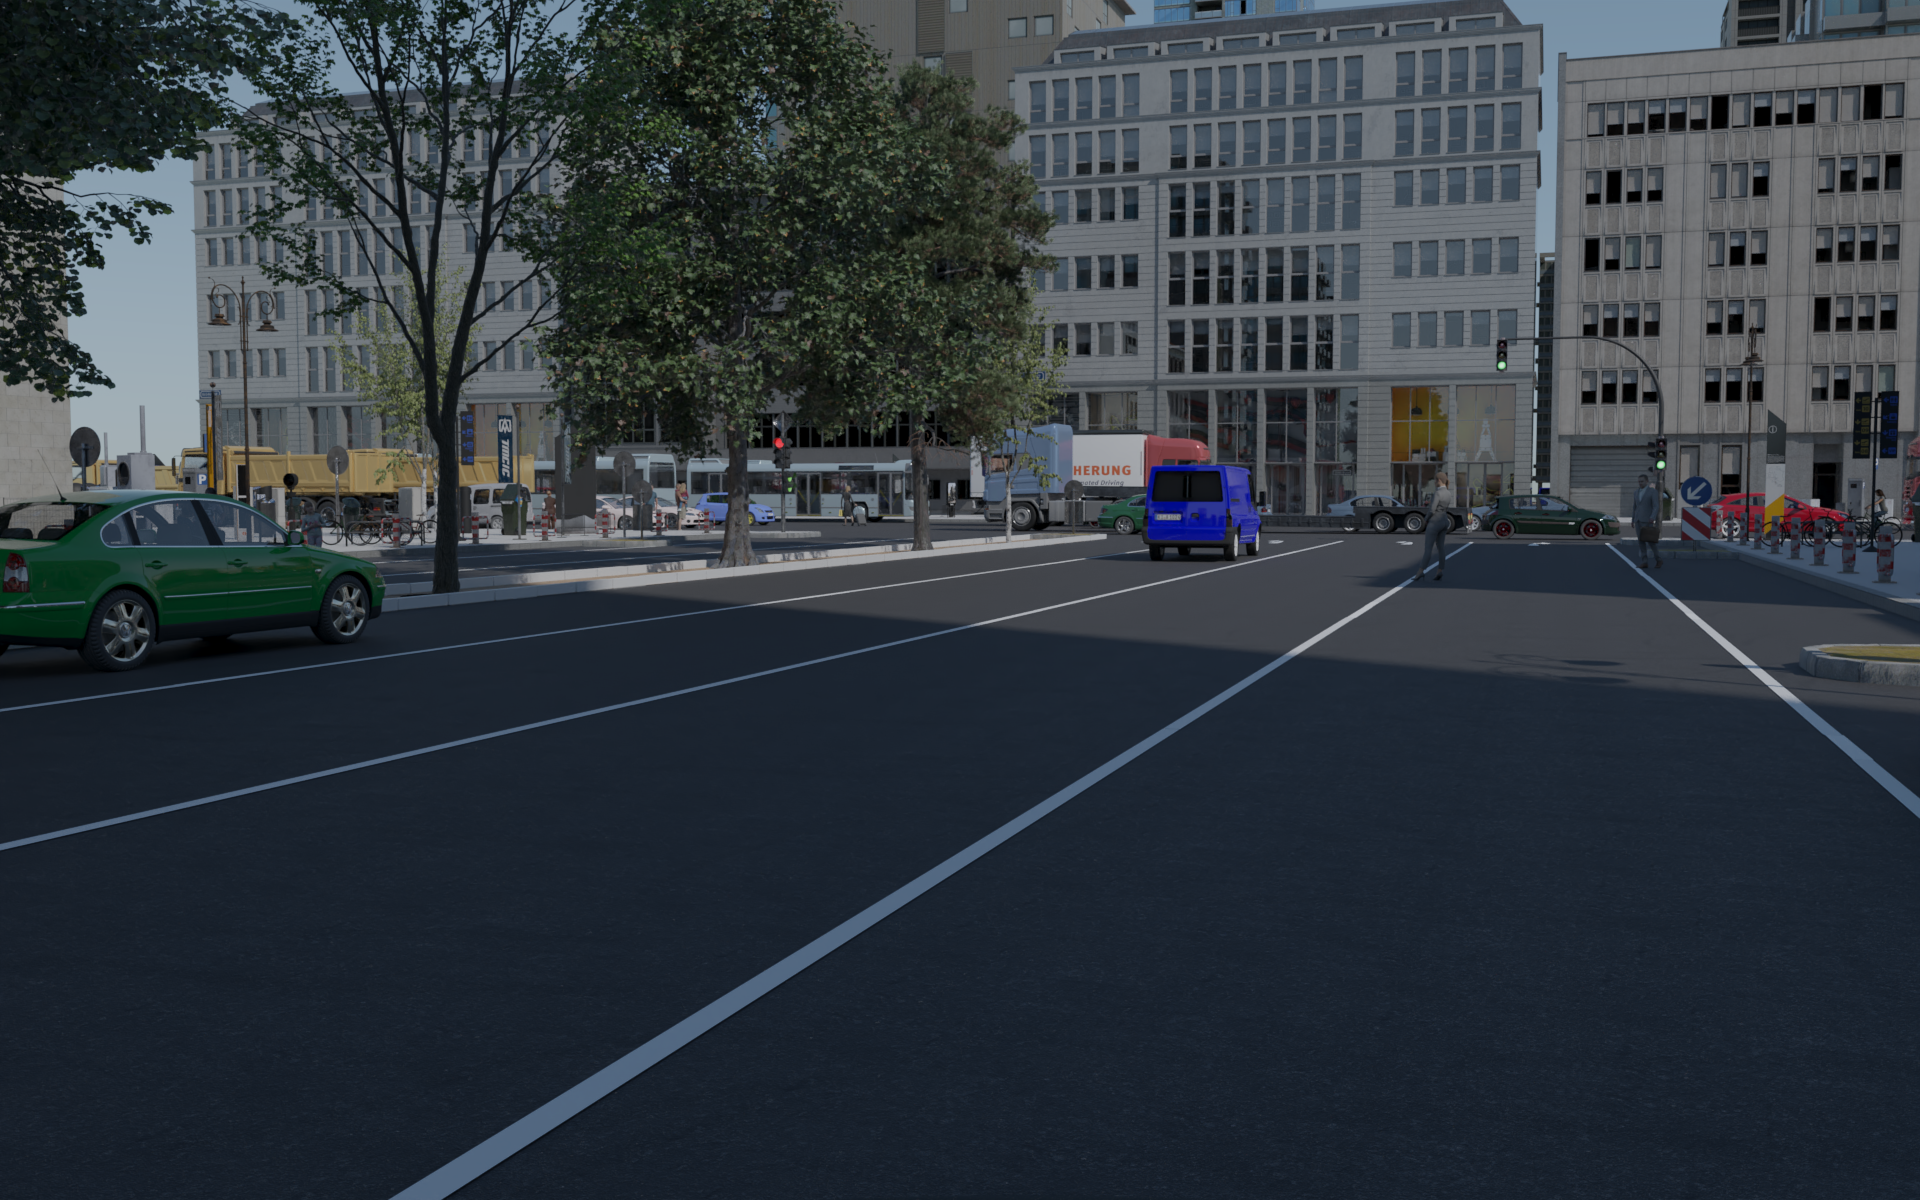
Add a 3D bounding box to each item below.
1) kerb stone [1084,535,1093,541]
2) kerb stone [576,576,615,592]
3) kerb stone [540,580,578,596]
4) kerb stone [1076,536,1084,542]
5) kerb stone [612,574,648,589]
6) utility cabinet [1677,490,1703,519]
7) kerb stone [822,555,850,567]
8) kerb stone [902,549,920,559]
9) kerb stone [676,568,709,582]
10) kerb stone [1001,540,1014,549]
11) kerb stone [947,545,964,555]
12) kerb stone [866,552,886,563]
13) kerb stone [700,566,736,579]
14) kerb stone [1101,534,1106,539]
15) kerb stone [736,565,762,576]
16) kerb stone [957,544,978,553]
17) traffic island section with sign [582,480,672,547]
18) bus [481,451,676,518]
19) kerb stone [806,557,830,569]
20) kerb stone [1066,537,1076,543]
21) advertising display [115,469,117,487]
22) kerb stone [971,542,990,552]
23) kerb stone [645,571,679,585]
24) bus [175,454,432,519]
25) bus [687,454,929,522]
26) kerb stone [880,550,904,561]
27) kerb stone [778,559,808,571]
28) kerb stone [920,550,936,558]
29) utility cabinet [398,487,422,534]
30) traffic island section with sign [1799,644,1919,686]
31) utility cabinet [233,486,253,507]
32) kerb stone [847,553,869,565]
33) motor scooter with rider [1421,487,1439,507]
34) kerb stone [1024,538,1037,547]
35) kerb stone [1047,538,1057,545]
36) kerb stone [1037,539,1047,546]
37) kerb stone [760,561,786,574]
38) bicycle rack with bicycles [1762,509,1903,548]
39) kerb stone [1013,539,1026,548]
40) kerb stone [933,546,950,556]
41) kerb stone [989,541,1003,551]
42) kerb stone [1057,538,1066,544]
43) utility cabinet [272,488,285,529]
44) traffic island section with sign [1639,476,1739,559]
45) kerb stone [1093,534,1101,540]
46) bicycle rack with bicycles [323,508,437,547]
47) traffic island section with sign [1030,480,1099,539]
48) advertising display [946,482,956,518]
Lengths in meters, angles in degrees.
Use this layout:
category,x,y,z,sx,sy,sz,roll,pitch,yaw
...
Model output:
category,x,y,z,sx,sy,sz,roll,pitch,yaw
kerb stone,3.799,-1.882,52.966,0.120,0.150,1.000,1,4,19
kerb stone,-5.467,-0.214,25.689,0.120,0.150,1.000,1,4,19
kerb stone,-5.807,-0.151,24.717,0.120,0.150,1.000,1,4,19
kerb stone,3.470,-1.822,51.987,0.120,0.150,1.000,1,4,19
kerb stone,-5.135,-0.269,26.661,0.120,0.150,1.000,1,4,19
utility cabinet,37.239,-4.870,88.309,1.173,1.500,0.318,3,5,41
kerb stone,-2.491,-0.748,34.440,0.120,0.150,1.000,1,4,19
kerb stone,-1.167,-0.987,38.338,0.120,0.150,1.000,1,4,19
kerb stone,-4.476,-0.392,28.608,0.120,0.150,1.000,1,4,19
kerb stone,1.149,-1.398,45.169,0.120,0.150,1.000,1,4,19
kerb stone,-0.179,-1.164,41.259,0.120,0.150,1.000,1,4,19
kerb stone,-1.835,-0.867,36.386,0.120,0.150,1.000,1,4,19
kerb stone,-4.149,-0.450,29.582,0.120,0.150,1.000,1,4,19
kerb stone,4.464,-2.001,54.918,0.120,0.150,1.000,1,4,19
kerb stone,-3.813,-0.511,30.552,0.120,0.150,1.000,1,4,19
kerb stone,0.156,-1.226,42.241,0.120,0.150,1.000,1,4,19
traffic island section with sign,-9.058,-2.399,47.853,1.989,1.847,2.006,1,4,19
bus,-19.923,-5.343,82.221,13.247,3.499,2.948,1,4,21
kerb stone,-2.823,-0.684,33.469,0.120,0.150,1.000,1,4,19
kerb stone,3.141,-1.762,51.009,0.120,0.150,1.000,1,4,19
advertising display,-20.694,-2.339,43.463,0.123,1.923,0.974,2,4,31
kerb stone,0.485,-1.286,43.220,0.120,0.150,1.000,1,4,19
kerb stone,-4.818,-0.333,27.638,0.120,0.150,1.000,1,4,19
bus,-30.925,-5.252,80.733,13.247,3.499,2.948,1,4,17
bus,-7.366,-5.719,88.372,13.247,3.499,2.948,1,4,17
kerb stone,-1.496,-0.923,37.362,0.120,0.150,1.000,1,4,19
kerb stone,-3.154,-0.630,32.497,0.120,0.150,1.000,1,4,19
kerb stone,-0.831,-1.041,39.308,0.120,0.150,1.000,1,4,19
utility cabinet,-17.594,-2.856,55.374,0.318,1.500,1.173,-3,4,-38
traffic island section with sign,7.800,-0.308,13.661,1.989,1.847,2.006,1,4,19
utility cabinet,-20.145,-2.449,48.723,0.318,1.500,1.173,-2,4,-34
kerb stone,-2.162,-0.808,35.412,0.120,0.150,1.000,1,4,19
motor scooter with rider,20.625,-4.067,75.455,1.986,1.779,0.876,1,4,17
kerb stone,1.824,-1.523,47.108,0.120,0.150,1.000,1,4,19
kerb stone,2.479,-1.643,49.065,0.120,0.150,1.000,1,4,19
kerb stone,2.148,-1.583,48.094,0.120,0.150,1.000,1,4,19
kerb stone,-3.485,-0.569,31.525,0.120,0.150,1.000,1,4,19
bicycle rack with bicycles,21.290,-1.753,42.045,2.925,0.926,2.852,3,5,42
kerb stone,1.483,-1.464,46.139,0.120,0.150,1.000,1,4,19
kerb stone,-0.503,-1.097,40.285,0.120,0.150,1.000,1,4,19
kerb stone,0.819,-1.345,44.193,0.120,0.150,1.000,1,4,19
kerb stone,2.802,-1.699,50.040,0.120,0.150,1.000,1,4,19
utility cabinet,-24.833,-3.287,62.417,1.173,1.500,0.318,2,4,32
traffic island section with sign,16.473,-1.869,39.188,1.989,1.847,2.006,1,4,19
kerb stone,4.140,-1.933,53.944,0.120,0.150,1.000,1,4,19
bicycle rack with bicycles,-14.571,-1.841,43.486,2.925,0.926,2.852,-1,4,-14
traffic island section with sign,3.461,-2.875,55.150,2.006,1.907,1.989,1,4,19
advertising display,-0.487,-5.454,94.387,0.123,1.923,0.974,2,4,25
